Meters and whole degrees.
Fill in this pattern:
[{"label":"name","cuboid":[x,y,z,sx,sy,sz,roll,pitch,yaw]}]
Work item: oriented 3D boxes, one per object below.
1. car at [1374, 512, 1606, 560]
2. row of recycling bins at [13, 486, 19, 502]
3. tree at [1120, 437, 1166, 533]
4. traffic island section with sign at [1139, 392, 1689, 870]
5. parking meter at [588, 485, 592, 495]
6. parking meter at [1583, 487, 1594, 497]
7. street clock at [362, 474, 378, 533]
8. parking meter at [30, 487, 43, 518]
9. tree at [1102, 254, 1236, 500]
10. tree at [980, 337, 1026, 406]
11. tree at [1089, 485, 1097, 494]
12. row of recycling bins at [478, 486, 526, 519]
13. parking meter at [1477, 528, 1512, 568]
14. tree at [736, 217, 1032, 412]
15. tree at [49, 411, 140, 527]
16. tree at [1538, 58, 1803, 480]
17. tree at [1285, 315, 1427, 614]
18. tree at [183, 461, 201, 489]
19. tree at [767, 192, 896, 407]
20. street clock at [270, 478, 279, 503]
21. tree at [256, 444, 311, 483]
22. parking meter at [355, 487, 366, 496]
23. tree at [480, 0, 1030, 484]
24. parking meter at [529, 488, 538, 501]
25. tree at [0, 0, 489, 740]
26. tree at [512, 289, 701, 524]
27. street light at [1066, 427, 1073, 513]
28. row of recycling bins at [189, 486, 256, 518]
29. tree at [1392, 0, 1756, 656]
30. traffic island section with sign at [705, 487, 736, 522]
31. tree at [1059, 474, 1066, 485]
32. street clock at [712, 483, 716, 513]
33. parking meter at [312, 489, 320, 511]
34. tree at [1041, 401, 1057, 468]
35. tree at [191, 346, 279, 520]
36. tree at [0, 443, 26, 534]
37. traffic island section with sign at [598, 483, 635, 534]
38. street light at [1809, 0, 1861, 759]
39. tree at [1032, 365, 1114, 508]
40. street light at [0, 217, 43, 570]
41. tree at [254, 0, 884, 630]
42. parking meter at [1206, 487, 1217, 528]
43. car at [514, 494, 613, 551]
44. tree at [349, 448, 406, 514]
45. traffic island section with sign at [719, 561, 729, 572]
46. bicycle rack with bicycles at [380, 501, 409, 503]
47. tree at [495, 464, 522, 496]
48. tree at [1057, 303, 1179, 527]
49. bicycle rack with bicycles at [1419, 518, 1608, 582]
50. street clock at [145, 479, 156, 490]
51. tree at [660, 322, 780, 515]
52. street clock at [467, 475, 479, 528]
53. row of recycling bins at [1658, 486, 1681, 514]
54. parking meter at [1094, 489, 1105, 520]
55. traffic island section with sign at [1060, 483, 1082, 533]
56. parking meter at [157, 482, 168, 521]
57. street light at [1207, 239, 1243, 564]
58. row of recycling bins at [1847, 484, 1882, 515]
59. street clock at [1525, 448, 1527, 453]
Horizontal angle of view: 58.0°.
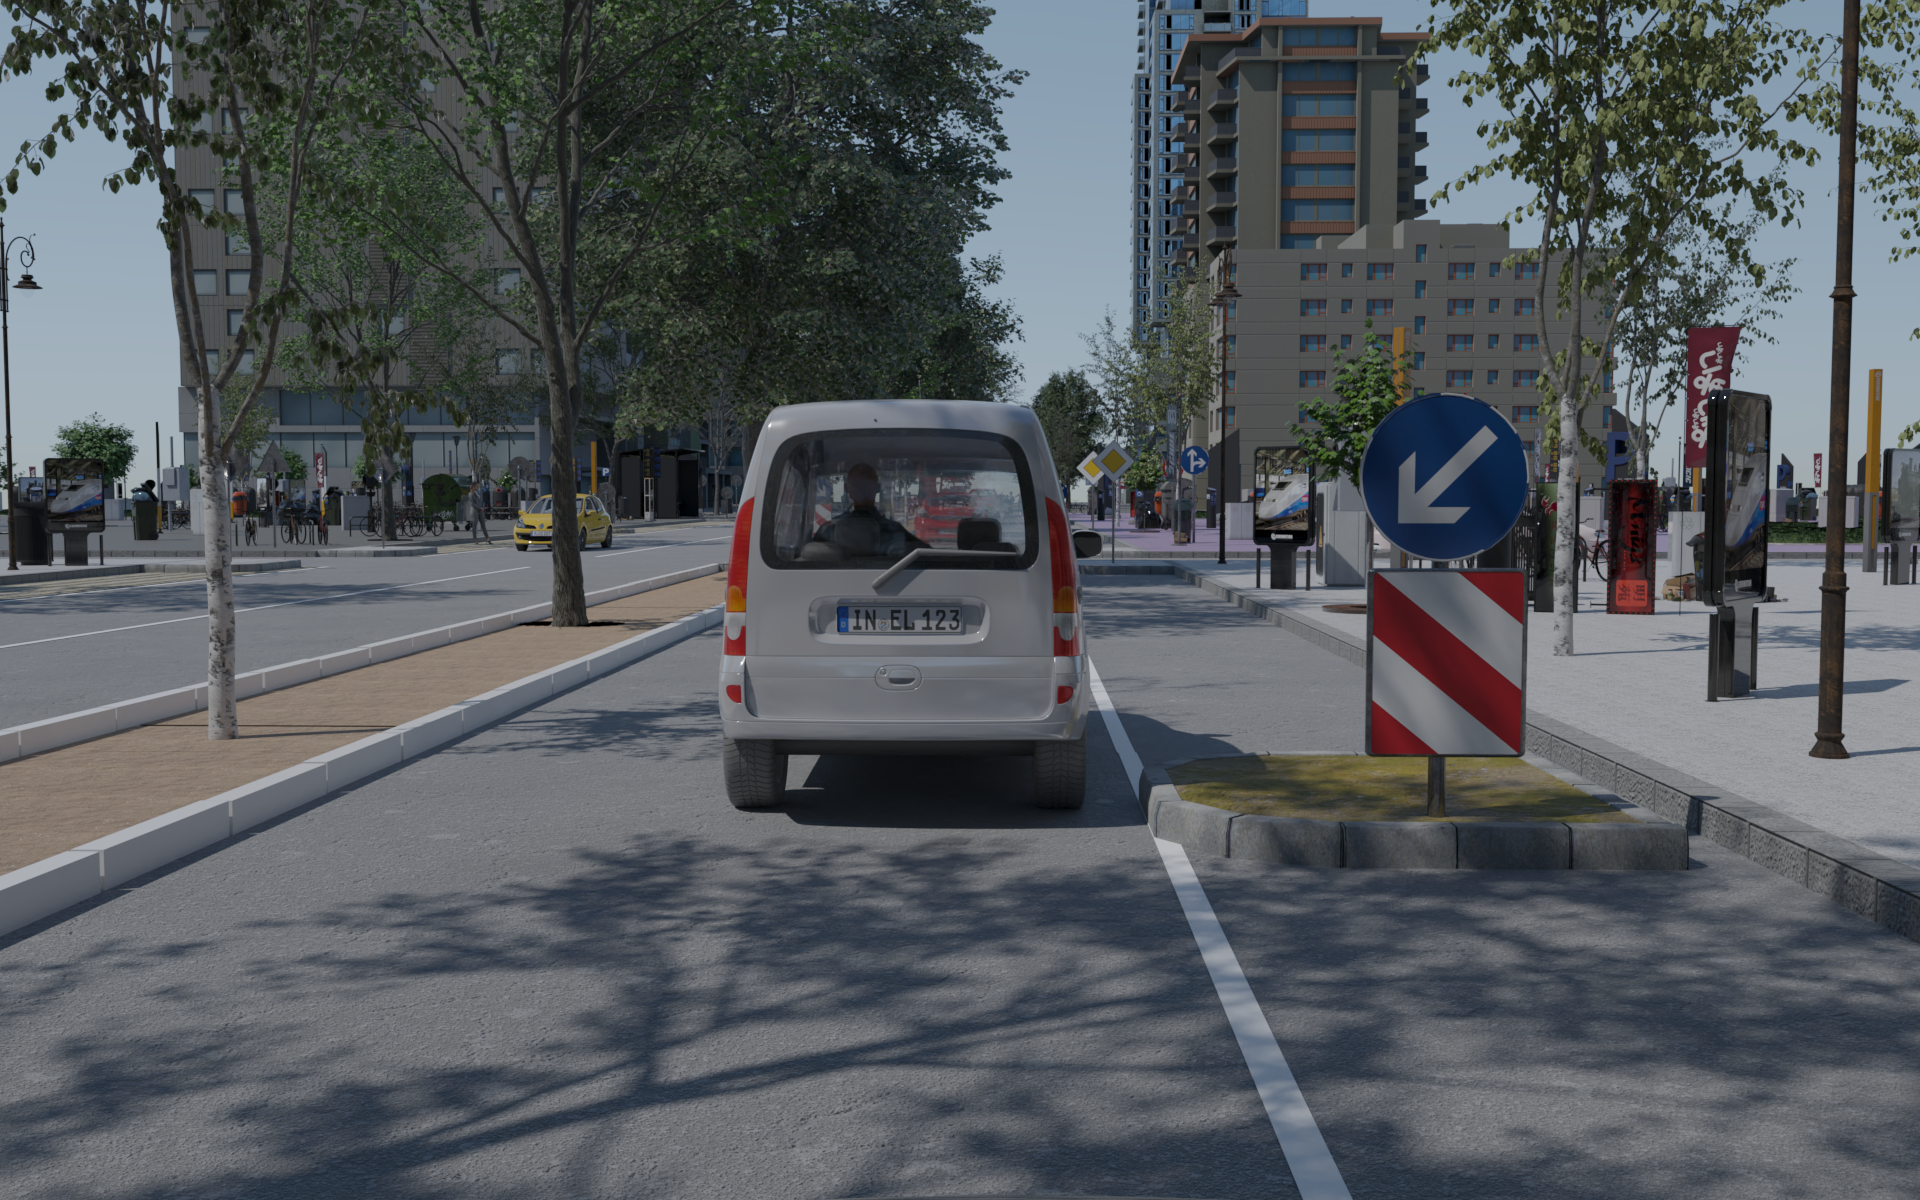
[{"label":"car","cuboid":[10.771,-1.422,35.615,4.827,1.381,2.083,0,4,2]},{"label":"row of recycling bins","cuboid":[-47.827,-4.991,88.708,1.069,1.692,3.534,-1,4,-9]},{"label":"tree","cuboid":[6.158,-3.875,57.961,1.663,3.219,1.824,0,3,0]},{"label":"traffic island section with sign","cuboid":[1.814,0.065,7.563,1.989,1.847,2.006,0,4,2]},{"label":"parking meter","cuboid":[-23.487,-6.412,110.544,0.255,1.863,0.399,3,4,38]},{"label":"parking meter","cuboid":[23.721,-3.483,65.351,0.372,1.533,0.369,0,3,0]},{"label":"street clock","cuboid":[-19.627,-3.250,57.700,0.471,2.002,0.358,1,4,12]},{"label":"parking meter","cuboid":[-31.995,-3.157,60.021,0.372,1.533,0.369,0,3,0]},{"label":"tree","cuboid":[6.690,-6.320,53.694,4.737,8.622,4.395,0,3,0]},{"label":"tree","cuboid":[-1.730,-10.949,91.837,12.009,13.543,11.850,0,3,0]},{"label":"tree","cuboid":[7.557,-6.063,93.726,1.663,3.219,1.824,0,3,0]},{"label":"row of recycling bins","cuboid":[-23.938,-4.969,88.355,3.534,1.692,1.069,-1,4,-12]},{"label":"parking meter","cuboid":[6.054,-0.686,19.627,0.372,1.533,0.369,0,3,0]},{"label":"tree","cuboid":[-2.544,-8.533,58.982,9.611,12.733,9.660,0,3,0]},{"label":"tree","cuboid":[-34.219,-5.186,68.497,4.285,4.588,4.351,0,3,0]},{"label":"tree","cuboid":[12.106,-4.875,30.065,4.360,8.622,3.978,0,3,0]},{"label":"tree","cuboid":[4.352,-1.485,18.889,1.663,3.219,1.824,0,3,0]},{"label":"tree","cuboid":[-43.885,-6.373,98.792,1.663,3.219,1.824,0,3,0]},{"label":"tree","cuboid":[-3.405,-5.446,41.855,4.737,8.622,4.395,0,3,0]},{"label":"street clock","cuboid":[-31.656,-4.604,79.849,0.471,2.002,0.358,0,4,-6]},{"label":"tree","cuboid":[-44.152,-7.912,113.082,4.285,4.588,4.351,0,3,0]},{"label":"parking meter","cuboid":[-22.661,-3.492,65.502,0.372,1.533,0.369,0,3,0]},{"label":"tree","cuboid":[-3.315,-7.295,28.389,9.857,13.997,8.962,0,3,0]},{"label":"parking meter","cuboid":[-17.077,-3.728,69.364,0.372,1.533,0.369,0,3,0]},{"label":"tree","cuboid":[-4.282,-3.472,9.591,4.360,8.622,3.978,0,3,0]},{"label":"tree","cuboid":[-15.047,-8.528,73.846,8.767,10.594,7.601,0,4,-7]},{"label":"street light","cuboid":[7.551,-8.978,119.584,0.468,5.910,1.993,0,4,2]},{"label":"row of recycling bins","cuboid":[-39.952,-5.310,93.932,1.069,1.692,3.534,3,5,44]},{"label":"tree","cuboid":[5.027,-3.862,13.506,4.737,8.622,4.395,0,3,0]},{"label":"traffic island section with sign","cuboid":[-12.119,-4.973,89.942,1.989,1.847,2.006,0,4,2]},{"label":"tree","cuboid":[12.330,-20.283,238.286,9.857,13.997,8.962,0,3,0]},{"label":"street clock","cuboid":[-16.426,-6.823,116.123,0.358,2.002,0.471,-3,5,-43]},{"label":"parking meter","cuboid":[-32.389,-4.815,87.134,0.372,1.533,0.369,0,3,0]},{"label":"tree","cuboid":[7.828,-11.175,133.080,4.360,8.622,3.978,0,3,0]},{"label":"tree","cuboid":[-35.644,-8.280,85.743,4.737,8.622,4.395,0,3,0]},{"label":"tree","cuboid":[-30.973,-3.705,55.178,1.663,3.219,1.824,0,3,0]},{"label":"traffic island section with sign","cuboid":[-12.918,-3.325,62.999,1.989,1.847,2.006,0,4,2]},{"label":"street light","cuboid":[4.244,-2.171,8.280,0.468,5.910,1.993,0,4,2]},{"label":"tree","cuboid":[9.628,-14.489,153.899,9.611,12.733,9.660,0,3,0]},{"label":"street light","cuboid":[-15.982,-3.441,29.052,0.468,5.910,1.993,0,4,2]},{"label":"tree","cuboid":[-4.330,-5.523,18.512,9.928,11.665,9.643,0,3,0]},{"label":"parking meter","cuboid":[9.436,-3.461,65.001,0.372,1.533,0.369,0,3,0]},{"label":"car","cuboid":[-10.223,-2.109,44.700,2.015,1.641,3.980,0,4,3]},{"label":"tree","cuboid":[-36.473,-7.614,108.209,4.285,4.588,4.351,0,3,0]},{"label":"traffic island section with sign","cuboid":[-3.426,-1.501,32.673,2.006,1.907,1.989,0,4,2]},{"label":"bicycle rack with bicycles","cuboid":[-21.509,-3.295,67.253,2.852,0.926,2.925,-1,4,-13]},{"label":"tree","cuboid":[-28.594,-7.057,109.976,1.663,3.219,1.824,0,3,0]},{"label":"tree","cuboid":[6.427,-7.174,67.653,4.360,8.622,3.978,0,3,0]},{"label":"bicycle rack with bicycles","cuboid":[8.228,-0.784,26.193,2.852,0.926,2.925,0,4,-8]},{"label":"street clock","cuboid":[-39.858,-4.936,85.278,0.471,2.002,0.358,-3,5,-42]},{"label":"tree","cuboid":[-14.774,-11.948,105.722,12.009,13.543,11.850,0,3,0]},{"label":"street clock","cuboid":[-18.503,-3.742,65.748,0.471,2.002,0.358,-2,4,-28]},{"label":"row of recycling bins","cuboid":[36.198,-4.989,88.685,3.534,1.692,1.069,-3,5,-44]},{"label":"parking meter","cuboid":[6.864,-4.636,84.205,0.372,1.533,0.369,0,3,0]},{"label":"traffic island section with sign","cuboid":[3.437,-3.298,62.553,1.989,1.847,2.006,0,4,2]},{"label":"parking meter","cuboid":[-37.781,-4.670,82.070,0.255,1.863,0.399,3,4,36]},{"label":"street light","cuboid":[4.826,-3.604,31.712,0.468,5.910,1.993,0,4,2]},{"label":"row of recycling bins","cuboid":[38.296,-4.077,73.765,1.069,1.692,3.534,0,4,7]},{"label":"street clock","cuboid":[6.836,-1.052,21.767,0.471,2.002,0.358,0,4,-3]}]
